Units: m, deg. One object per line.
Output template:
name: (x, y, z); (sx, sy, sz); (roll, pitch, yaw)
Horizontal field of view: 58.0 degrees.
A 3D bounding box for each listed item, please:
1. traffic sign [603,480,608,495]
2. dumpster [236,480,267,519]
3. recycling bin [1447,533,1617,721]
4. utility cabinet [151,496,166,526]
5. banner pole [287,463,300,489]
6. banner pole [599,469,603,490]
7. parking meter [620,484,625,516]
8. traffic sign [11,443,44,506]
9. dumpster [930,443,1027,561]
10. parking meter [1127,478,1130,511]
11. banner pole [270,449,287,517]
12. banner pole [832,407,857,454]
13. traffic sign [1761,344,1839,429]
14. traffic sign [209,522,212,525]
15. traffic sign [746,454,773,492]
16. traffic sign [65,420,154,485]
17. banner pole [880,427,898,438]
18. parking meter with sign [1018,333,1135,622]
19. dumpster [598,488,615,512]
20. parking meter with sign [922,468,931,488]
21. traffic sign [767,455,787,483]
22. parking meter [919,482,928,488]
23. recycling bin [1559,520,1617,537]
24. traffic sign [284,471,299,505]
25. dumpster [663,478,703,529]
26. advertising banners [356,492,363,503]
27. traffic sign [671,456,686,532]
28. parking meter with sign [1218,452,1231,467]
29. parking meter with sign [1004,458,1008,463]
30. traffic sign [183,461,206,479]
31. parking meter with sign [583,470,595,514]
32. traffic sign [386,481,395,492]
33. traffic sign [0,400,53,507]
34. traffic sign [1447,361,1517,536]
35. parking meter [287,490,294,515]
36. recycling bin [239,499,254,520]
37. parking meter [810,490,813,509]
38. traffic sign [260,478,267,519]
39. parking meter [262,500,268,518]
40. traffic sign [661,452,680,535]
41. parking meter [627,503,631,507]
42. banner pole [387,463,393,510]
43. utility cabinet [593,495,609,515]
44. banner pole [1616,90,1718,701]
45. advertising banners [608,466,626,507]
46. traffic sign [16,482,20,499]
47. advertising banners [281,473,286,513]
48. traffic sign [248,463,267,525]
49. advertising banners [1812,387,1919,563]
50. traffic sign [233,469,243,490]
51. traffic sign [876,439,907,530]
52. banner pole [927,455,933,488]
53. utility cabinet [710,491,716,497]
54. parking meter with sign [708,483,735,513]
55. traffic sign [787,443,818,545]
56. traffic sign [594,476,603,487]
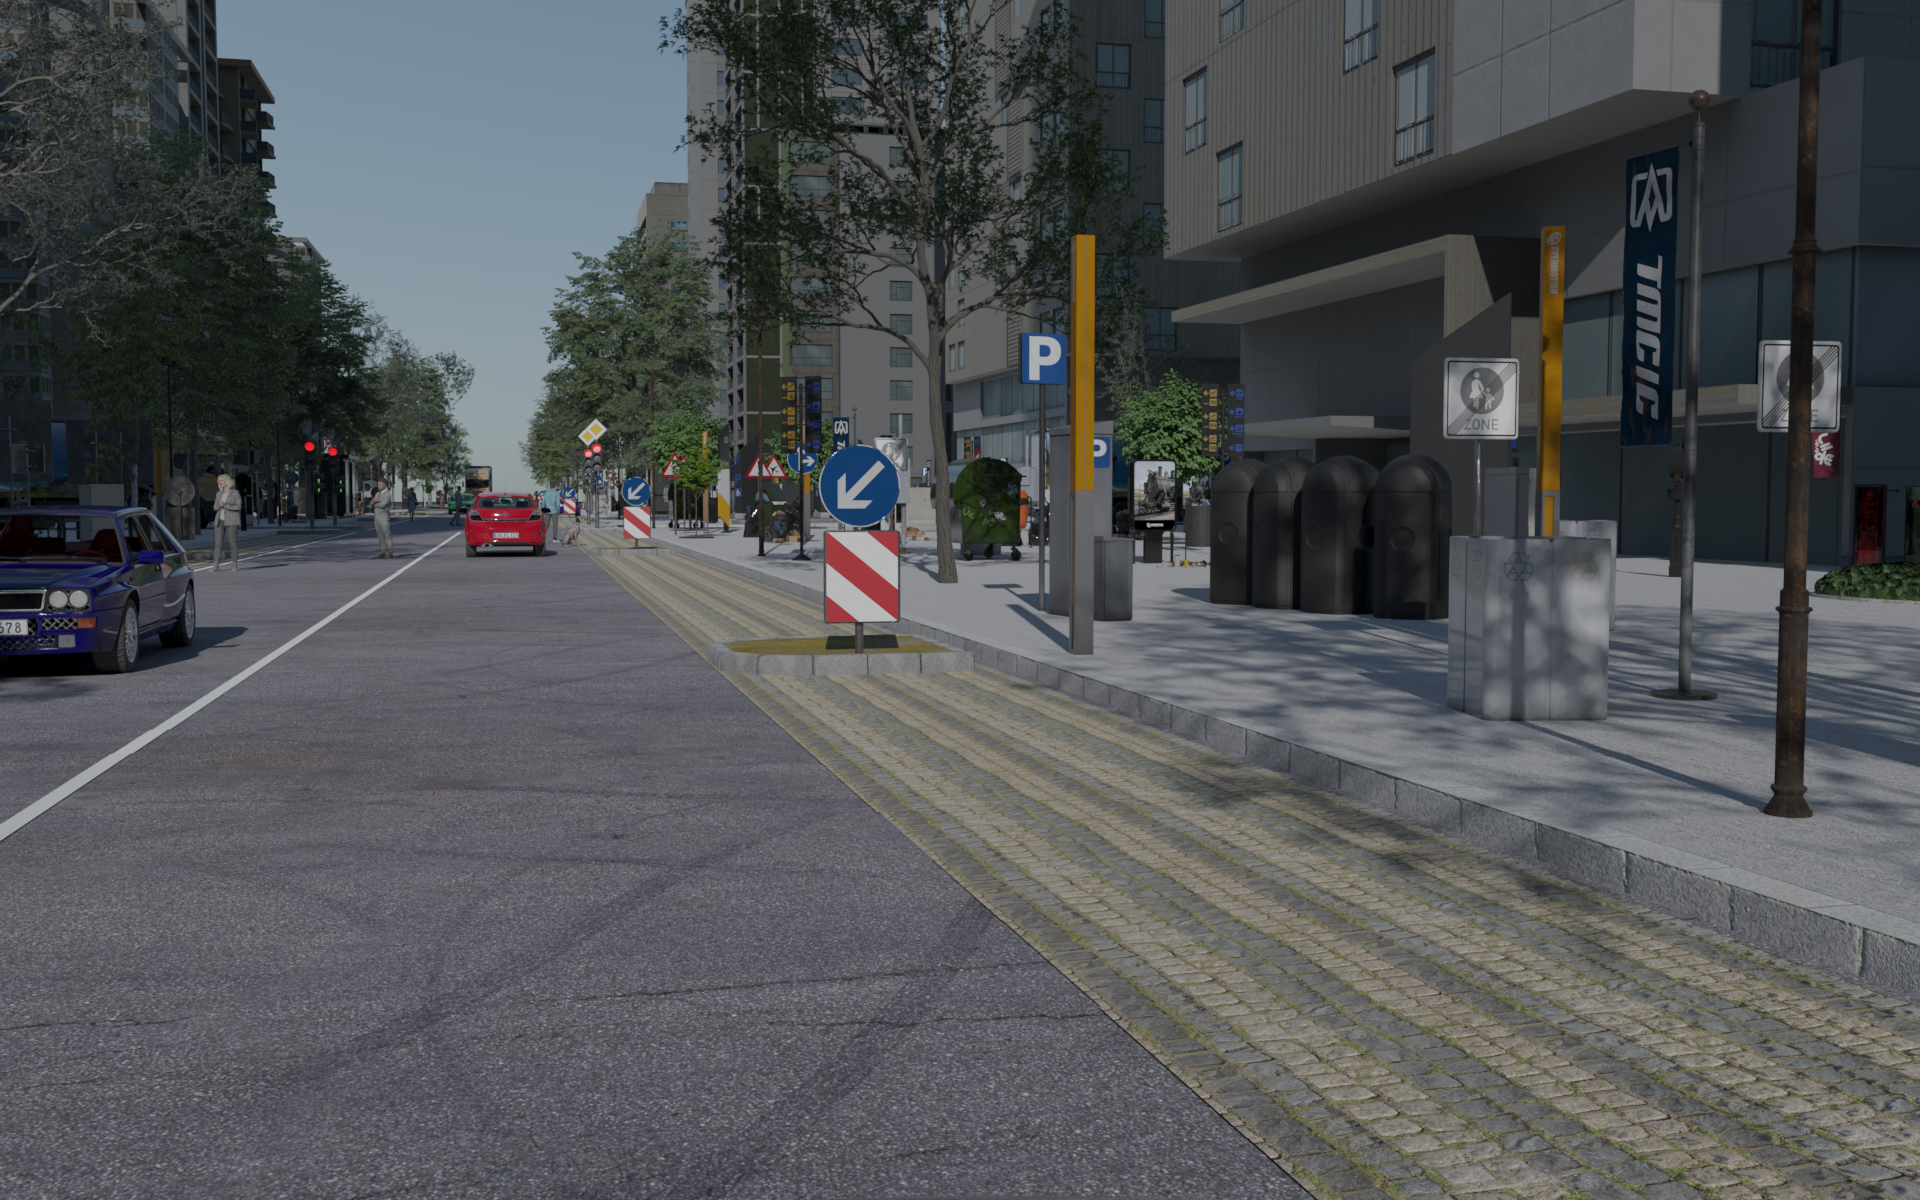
traffic sign: (-25.354, -7.465, 124.189); (0.606, 2.300, 0.079); (-1, 4, -14)
dumpster: (-36.410, -5.277, 88.770); (1.502, 2.255, 1.985); (-1, 4, -14)
recycling bin: (3.313, 0.148, 10.130); (0.722, 1.027, 0.722); (0, 4, -2)
utility cabinet: (-28.583, -3.083, 61.571); (1.020, 1.237, 0.306); (3, 5, 40)
banner pole: (-43.671, -7.567, 113.739); (0.863, 3.779, 0.401); (1, 4, 21)
banner pole: (-25.361, -8.060, 121.802); (0.863, 3.779, 0.401); (3, 4, 37)
parking meter: (-19.877, -5.878, 101.815); (0.255, 1.863, 0.399); (1, 4, 14)
traffic sign: (-18.697, -1.997, 34.774); (0.606, 2.300, 0.079); (-1, 4, -9)
dumpster: (0.362, -1.917, 33.841); (1.502, 2.255, 1.985); (-1, 4, -14)
parking meter: (5.373, -2.920, 53.451); (0.255, 1.863, 0.399); (-2, 4, -32)
banner pole: (-37.482, -6.410, 94.827); (0.401, 3.779, 0.863); (1, 4, 16)
banner pole: (-3.240, -3.647, 49.653); (0.863, 3.779, 0.401); (0, 4, 2)
traffic sign: (5.608, -0.583, 11.663); (0.606, 2.300, 0.079); (-1, 4, -11)
traffic sign: (-30.725, -4.332, 70.929); (0.768, 2.556, 0.104); (0, 4, -8)
traffic sign: (-6.518, -3.440, 56.241); (0.884, 2.594, 0.081); (0, 4, -8)
traffic sign: (-23.292, -3.278, 47.466); (2.265, 3.308, 0.079); (0, 4, -6)
banner pole: (-2.569, -4.551, 64.420); (0.863, 3.779, 0.401); (0, 4, 7)
parking meter with sign: (1.249, -1.338, 18.140); (0.543, 3.016, 1.738); (-2, 4, -25)
dumpster: (-25.941, -7.422, 127.111); (1.264, 1.857, 1.865); (-1, 4, -14)
parking meter with sign: (-2.168, -7.187, 113.763); (0.543, 3.016, 1.738); (0, 4, -6)
traffic sign: (-6.127, -3.490, 57.072); (0.884, 2.594, 0.081); (0, 4, -7)
parking meter: (-1.826, -4.922, 86.178); (0.399, 1.863, 0.255); (2, 4, 32)
recycling bin: (5.869, -0.247, 16.589); (0.722, 1.027, 0.722); (1, 4, 16)
traffic sign: (-36.963, -5.851, 95.775); (0.768, 2.556, 0.104); (-1, 4, -13)
dumpster: (-10.254, -3.810, 64.787); (1.502, 2.255, 1.985); (-1, 4, -14)
advertising banners: (-40.370, -7.197, 113.863); (2.074, 3.025, 0.090); (-1, 4, -11)
traffic sign: (-9.330, -3.584, 58.595); (0.884, 2.594, 0.081); (0, 4, -8)
parking meter with sign: (11.130, -4.528, 70.287); (0.543, 3.016, 1.738); (-1, 4, -21)
parking meter with sign: (1.427, -5.267, 82.375); (1.738, 3.016, 0.543); (-3, 4, -37)
traffic sign: (-27.251, -3.764, 61.655); (0.768, 2.556, 0.104); (-1, 4, -12)
parking meter with sign: (-26.359, -7.736, 122.740); (0.543, 3.016, 1.738); (-1, 4, -14)
traffic sign: (-46.938, -8.718, 142.550); (0.884, 2.594, 0.081); (-1, 4, -11)
traffic sign: (-20.846, -2.663, 37.419); (2.265, 3.308, 0.079); (-1, 4, -14)
traffic sign: (3.922, -0.673, 13.129); (0.606, 2.300, 0.079); (-1, 4, -12)
parking meter: (-37.953, -5.490, 98.166); (0.372, 1.533, 0.369); (0, 3, 0)
recycling bin: (-35.244, -4.445, 85.231); (0.722, 1.027, 0.722); (-3, 5, -40)
parking meter: (-9.785, -6.520, 115.020); (0.372, 1.533, 0.369); (0, 3, 0)
traffic sign: (-36.290, -5.440, 90.125); (0.795, 2.450, 0.064); (-1, 4, -9)
parking meter: (-38.633, -5.532, 96.165); (0.399, 1.863, 0.255); (1, 4, 13)
traffic sign: (-8.806, -3.276, 53.573); (0.884, 2.594, 0.081); (-1, 4, -9)
parking meter: (-21.926, -6.522, 115.042); (0.372, 1.533, 0.369); (0, 3, 0)
banner pole: (-45.944, -9.157, 139.730); (0.401, 3.779, 0.863); (1, 4, 19)
utility cabinet: (-21.798, -5.759, 105.329); (1.020, 1.237, 0.306); (0, 4, 3)
banner pole: (4.498, -1.287, 11.053); (0.401, 3.779, 0.863); (-1, 4, -21)
advertising banners: (-21.096, -6.862, 108.377); (2.074, 3.025, 0.090); (0, 4, 4)
traffic sign: (-25.345, -2.850, 46.607); (0.884, 2.594, 0.081); (-1, 4, -10)
advertising banners: (-44.226, -7.155, 113.172); (0.090, 3.025, 2.074); (-1, 4, -14)
traffic sign: (-28.874, -4.349, 71.214); (0.768, 2.556, 0.104); (-1, 4, -9)
advertising banners: (14.693, -1.938, 27.874); (2.074, 3.025, 0.090); (3, 5, 45)
traffic sign: (-29.389, -4.165, 70.226); (0.606, 2.300, 0.079); (-1, 4, -9)
traffic sign: (-1.257, -1.808, 31.692); (0.606, 2.300, 0.079); (0, 4, -5)
banner pole: (-1.947, -7.428, 111.469); (0.401, 3.779, 0.863); (2, 4, 30)
utility cabinet: (-18.004, -7.192, 126.267); (1.173, 1.500, 0.318); (-1, 4, -16)
parking meter with sign: (-14.997, -6.905, 109.157); (0.543, 3.016, 1.738); (3, 4, 38)
traffic sign: (-3.945, -2.652, 43.459); (0.768, 2.556, 0.104); (0, 4, -6)
traffic sign: (-24.731, -7.221, 118.162); (0.768, 2.556, 0.104); (0, 4, -5)
